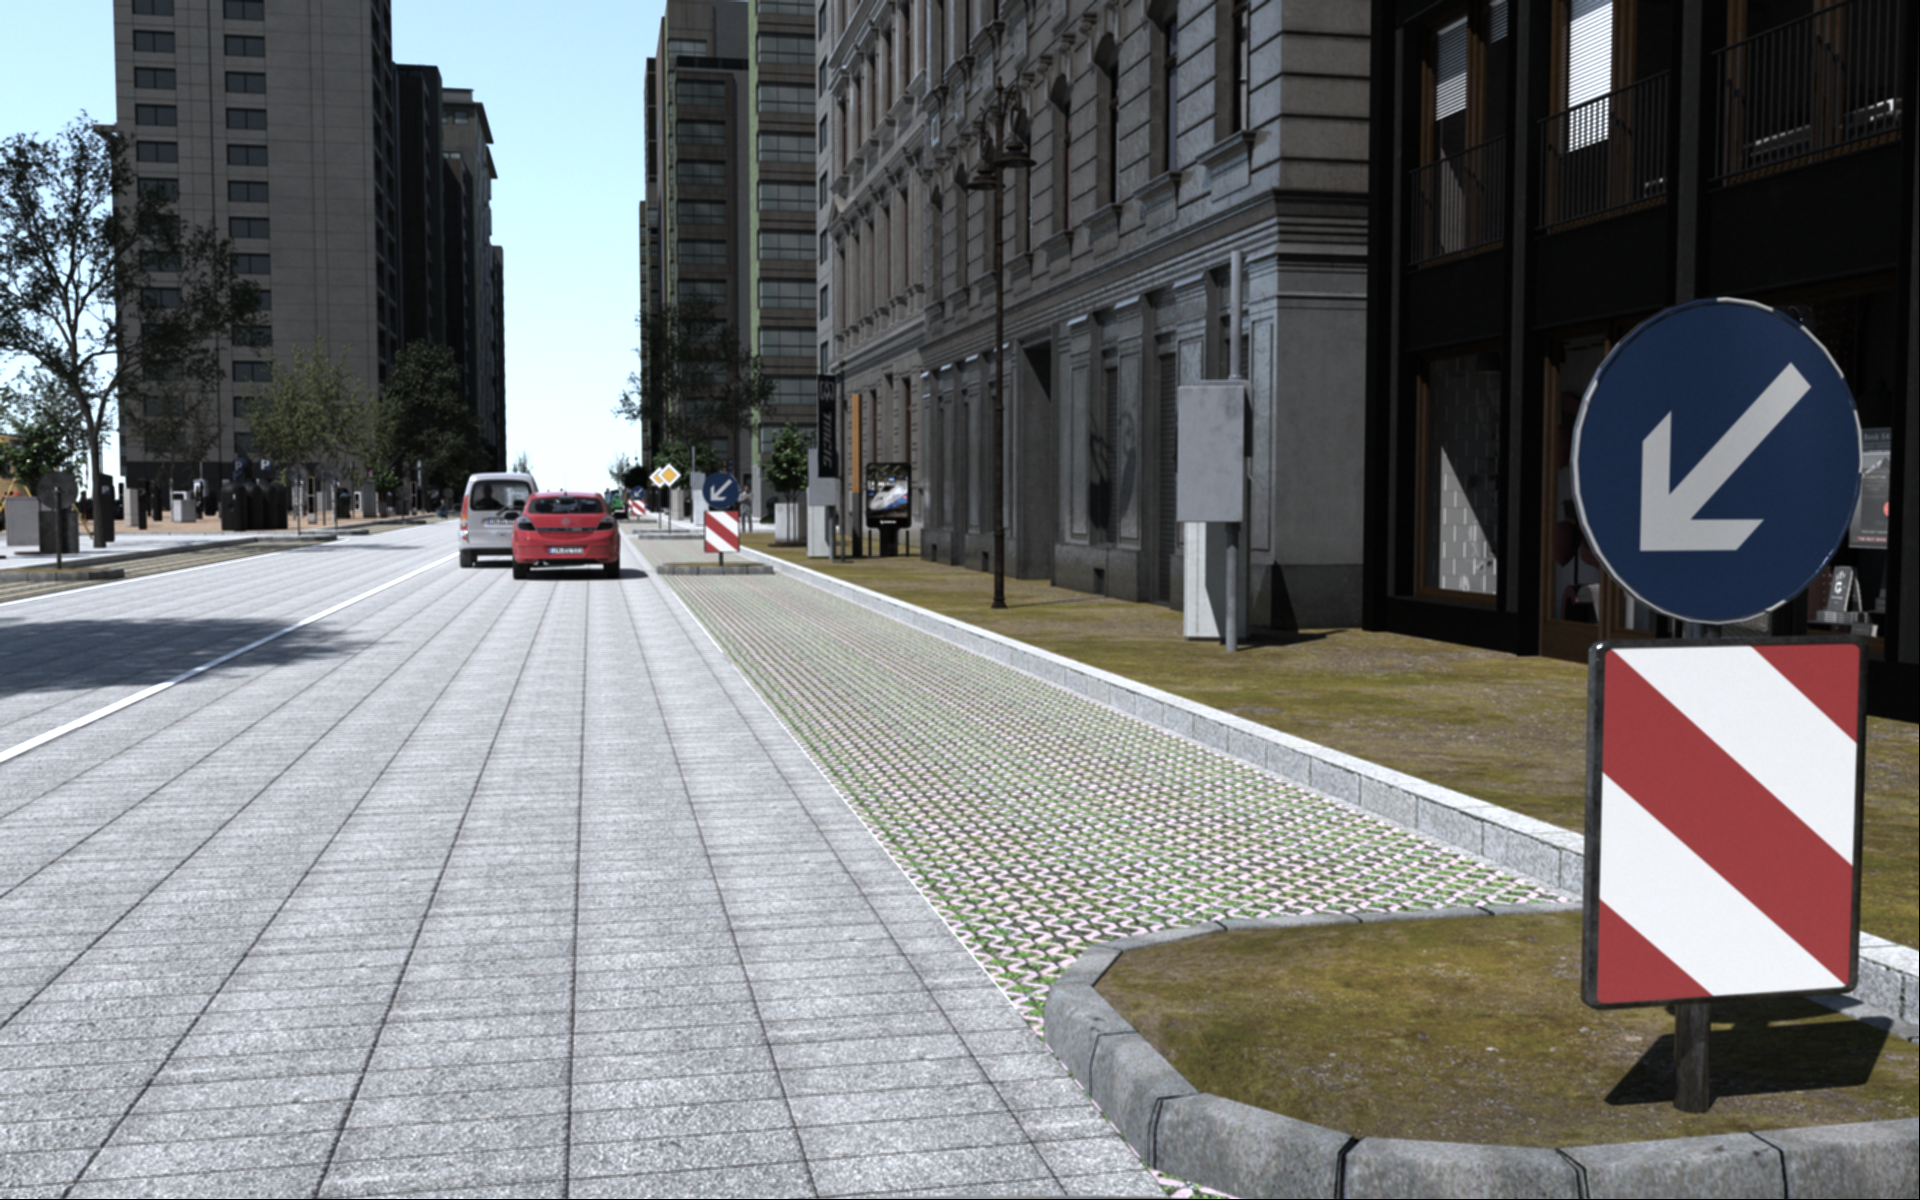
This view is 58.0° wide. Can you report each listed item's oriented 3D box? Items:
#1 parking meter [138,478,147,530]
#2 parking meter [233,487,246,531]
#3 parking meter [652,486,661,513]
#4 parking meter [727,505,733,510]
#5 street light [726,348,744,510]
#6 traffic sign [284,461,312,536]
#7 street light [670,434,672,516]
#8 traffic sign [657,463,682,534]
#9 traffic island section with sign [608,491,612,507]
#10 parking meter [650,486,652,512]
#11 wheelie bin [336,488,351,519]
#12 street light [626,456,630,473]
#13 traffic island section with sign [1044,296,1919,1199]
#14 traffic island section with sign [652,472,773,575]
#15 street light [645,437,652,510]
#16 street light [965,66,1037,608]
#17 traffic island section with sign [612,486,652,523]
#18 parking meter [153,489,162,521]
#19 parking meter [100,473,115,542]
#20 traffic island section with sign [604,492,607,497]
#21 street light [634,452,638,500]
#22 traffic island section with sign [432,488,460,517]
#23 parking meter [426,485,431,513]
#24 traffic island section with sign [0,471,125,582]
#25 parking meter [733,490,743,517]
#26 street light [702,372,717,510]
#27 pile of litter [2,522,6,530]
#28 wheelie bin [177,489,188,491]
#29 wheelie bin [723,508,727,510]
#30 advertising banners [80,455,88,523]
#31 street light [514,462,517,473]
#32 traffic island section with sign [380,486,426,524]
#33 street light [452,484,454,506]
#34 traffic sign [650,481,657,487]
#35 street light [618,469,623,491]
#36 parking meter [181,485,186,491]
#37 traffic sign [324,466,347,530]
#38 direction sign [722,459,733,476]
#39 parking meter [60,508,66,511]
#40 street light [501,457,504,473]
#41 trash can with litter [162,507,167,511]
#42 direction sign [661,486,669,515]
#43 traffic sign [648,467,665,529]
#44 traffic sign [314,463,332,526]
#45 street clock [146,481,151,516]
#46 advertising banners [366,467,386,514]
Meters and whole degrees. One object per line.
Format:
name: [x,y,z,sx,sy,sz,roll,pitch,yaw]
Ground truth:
parking meter: [-29.595,-3.484,62.678,0.255,1.863,0.399,-2,4,-24]
parking meter: [-24.769,-3.127,59.533,0.372,1.533,0.369,0,3,0]
parking meter: [-20.920,-6.998,120.128,0.399,1.863,0.255,3,5,39]
parking meter: [-13.128,-5.539,98.971,0.372,1.533,0.369,0,3,0]
street light: [-7.139,-5.028,54.992,0.468,5.910,1.993,-1,4,-12]
traffic sign: [-20.320,-3.031,53.197,0.795,2.450,0.064,-1,4,-12]
street light: [-16.833,-7.849,101.121,0.468,5.910,1.993,-1,4,-12]
traffic sign: [-9.316,-3.172,55.507,0.795,2.450,0.064,-1,4,-12]
traffic island section with sign: [-21.653,-6.329,112.101,1.989,1.847,2.006,-1,4,-12]
parking meter: [-21.494,-7.052,121.013,0.255,1.863,0.399,-2,4,-32]
wheelie bin: [-32.302,-5.057,90.596,0.980,1.594,0.693,1,4,22]
street light: [-42.851,-15.314,223.164,0.468,5.910,1.993,-1,4,-12]
traffic island section with sign: [1.279,0.268,4.250,1.989,1.847,2.006,-1,4,-12]
traffic island section with sign: [-4.485,-1.390,31.353,1.989,1.847,2.006,-1,4,-12]
street light: [-25.539,-10.325,141.599,0.468,5.910,1.993,-1,4,-12]
street light: [0.441,-2.846,19.323,0.468,5.910,1.993,-1,4,-12]
traffic island section with sign: [-16.051,-4.716,85.732,1.989,1.847,2.006,-1,4,-12]
parking meter: [-38.162,-4.523,82.355,0.372,1.533,0.369,0,3,0]
parking meter: [-22.841,-2.486,46.363,0.399,1.863,0.255,-1,4,-21]
traffic island section with sign: [-31.963,-9.292,160.545,1.989,1.847,2.006,-1,4,-12]
street light: [-32.991,-12.463,176.564,0.468,5.910,1.993,-1,4,-12]
traffic island section with sign: [-32.393,-6.190,109.835,1.989,1.847,2.006,-1,4,-12]
parking meter: [-36.058,-6.838,117.516,0.255,1.863,0.399,-1,4,-17]
traffic island section with sign: [-15.199,-1.245,28.987,1.989,1.847,2.006,-1,4,-12]
parking meter: [-12.224,-5.367,96.158,0.372,1.533,0.369,0,3,0]
street light: [-9.453,-5.666,65.422,0.468,5.910,1.993,-1,4,-12]
pile of litter: [-35.881,-3.228,66.749,1.719,0.858,1.176,-2,4,-35]
wheelie bin: [-50.497,-6.403,112.598,0.980,1.594,0.693,-1,4,-18]
wheelie bin: [-14.724,-6.076,107.247,0.980,1.594,0.693,0,4,0]
advertising banners: [-39.245,-4.981,77.634,0.090,3.025,2.074,-2,4,-35]
street light: [-64.795,-17.111,252.559,0.468,5.910,1.993,-1,4,-12]
traffic island section with sign: [-26.656,-4.545,82.934,1.989,1.847,2.006,-1,4,-12]
street light: [-40.238,-10.065,137.348,0.468,5.910,1.993,-1,4,-12]
traffic sign: [-21.552,-7.513,122.847,0.884,2.594,0.081,0,4,-5]
street light: [-50.345,-17.452,258.120,0.468,5.910,1.993,-1,4,-12]
parking meter: [-48.557,-6.276,108.315,0.255,1.863,0.399,-1,4,-18]
traffic sign: [-21.980,-3.509,61.008,0.795,2.450,0.064,-1,4,-12]
direction sign: [-14.866,-7.260,110.705,0.876,3.537,0.379,2,4,35]
parking meter: [-41.160,-4.336,79.307,0.372,1.533,0.369,0,3,0]
street light: [-57.435,-14.972,217.575,0.468,5.910,1.993,-1,4,-12]
trash can with litter: [-59.934,-7.247,129.874,1.055,1.170,0.624,-1,4,-18]
direction sign: [-20.833,-7.914,121.396,0.379,3.537,0.876,-2,4,-28]
traffic sign: [-10.977,-3.650,63.318,0.795,2.450,0.064,-1,4,-12]
traffic sign: [-25.932,-4.311,70.591,0.768,2.556,0.104,0,4,-5]
street clock: [-46.615,-5.808,99.529,0.471,2.002,0.358,-1,4,-22]
advertising banners: [-37.808,-7.171,113.430,2.074,3.025,0.090,-2,4,-29]
